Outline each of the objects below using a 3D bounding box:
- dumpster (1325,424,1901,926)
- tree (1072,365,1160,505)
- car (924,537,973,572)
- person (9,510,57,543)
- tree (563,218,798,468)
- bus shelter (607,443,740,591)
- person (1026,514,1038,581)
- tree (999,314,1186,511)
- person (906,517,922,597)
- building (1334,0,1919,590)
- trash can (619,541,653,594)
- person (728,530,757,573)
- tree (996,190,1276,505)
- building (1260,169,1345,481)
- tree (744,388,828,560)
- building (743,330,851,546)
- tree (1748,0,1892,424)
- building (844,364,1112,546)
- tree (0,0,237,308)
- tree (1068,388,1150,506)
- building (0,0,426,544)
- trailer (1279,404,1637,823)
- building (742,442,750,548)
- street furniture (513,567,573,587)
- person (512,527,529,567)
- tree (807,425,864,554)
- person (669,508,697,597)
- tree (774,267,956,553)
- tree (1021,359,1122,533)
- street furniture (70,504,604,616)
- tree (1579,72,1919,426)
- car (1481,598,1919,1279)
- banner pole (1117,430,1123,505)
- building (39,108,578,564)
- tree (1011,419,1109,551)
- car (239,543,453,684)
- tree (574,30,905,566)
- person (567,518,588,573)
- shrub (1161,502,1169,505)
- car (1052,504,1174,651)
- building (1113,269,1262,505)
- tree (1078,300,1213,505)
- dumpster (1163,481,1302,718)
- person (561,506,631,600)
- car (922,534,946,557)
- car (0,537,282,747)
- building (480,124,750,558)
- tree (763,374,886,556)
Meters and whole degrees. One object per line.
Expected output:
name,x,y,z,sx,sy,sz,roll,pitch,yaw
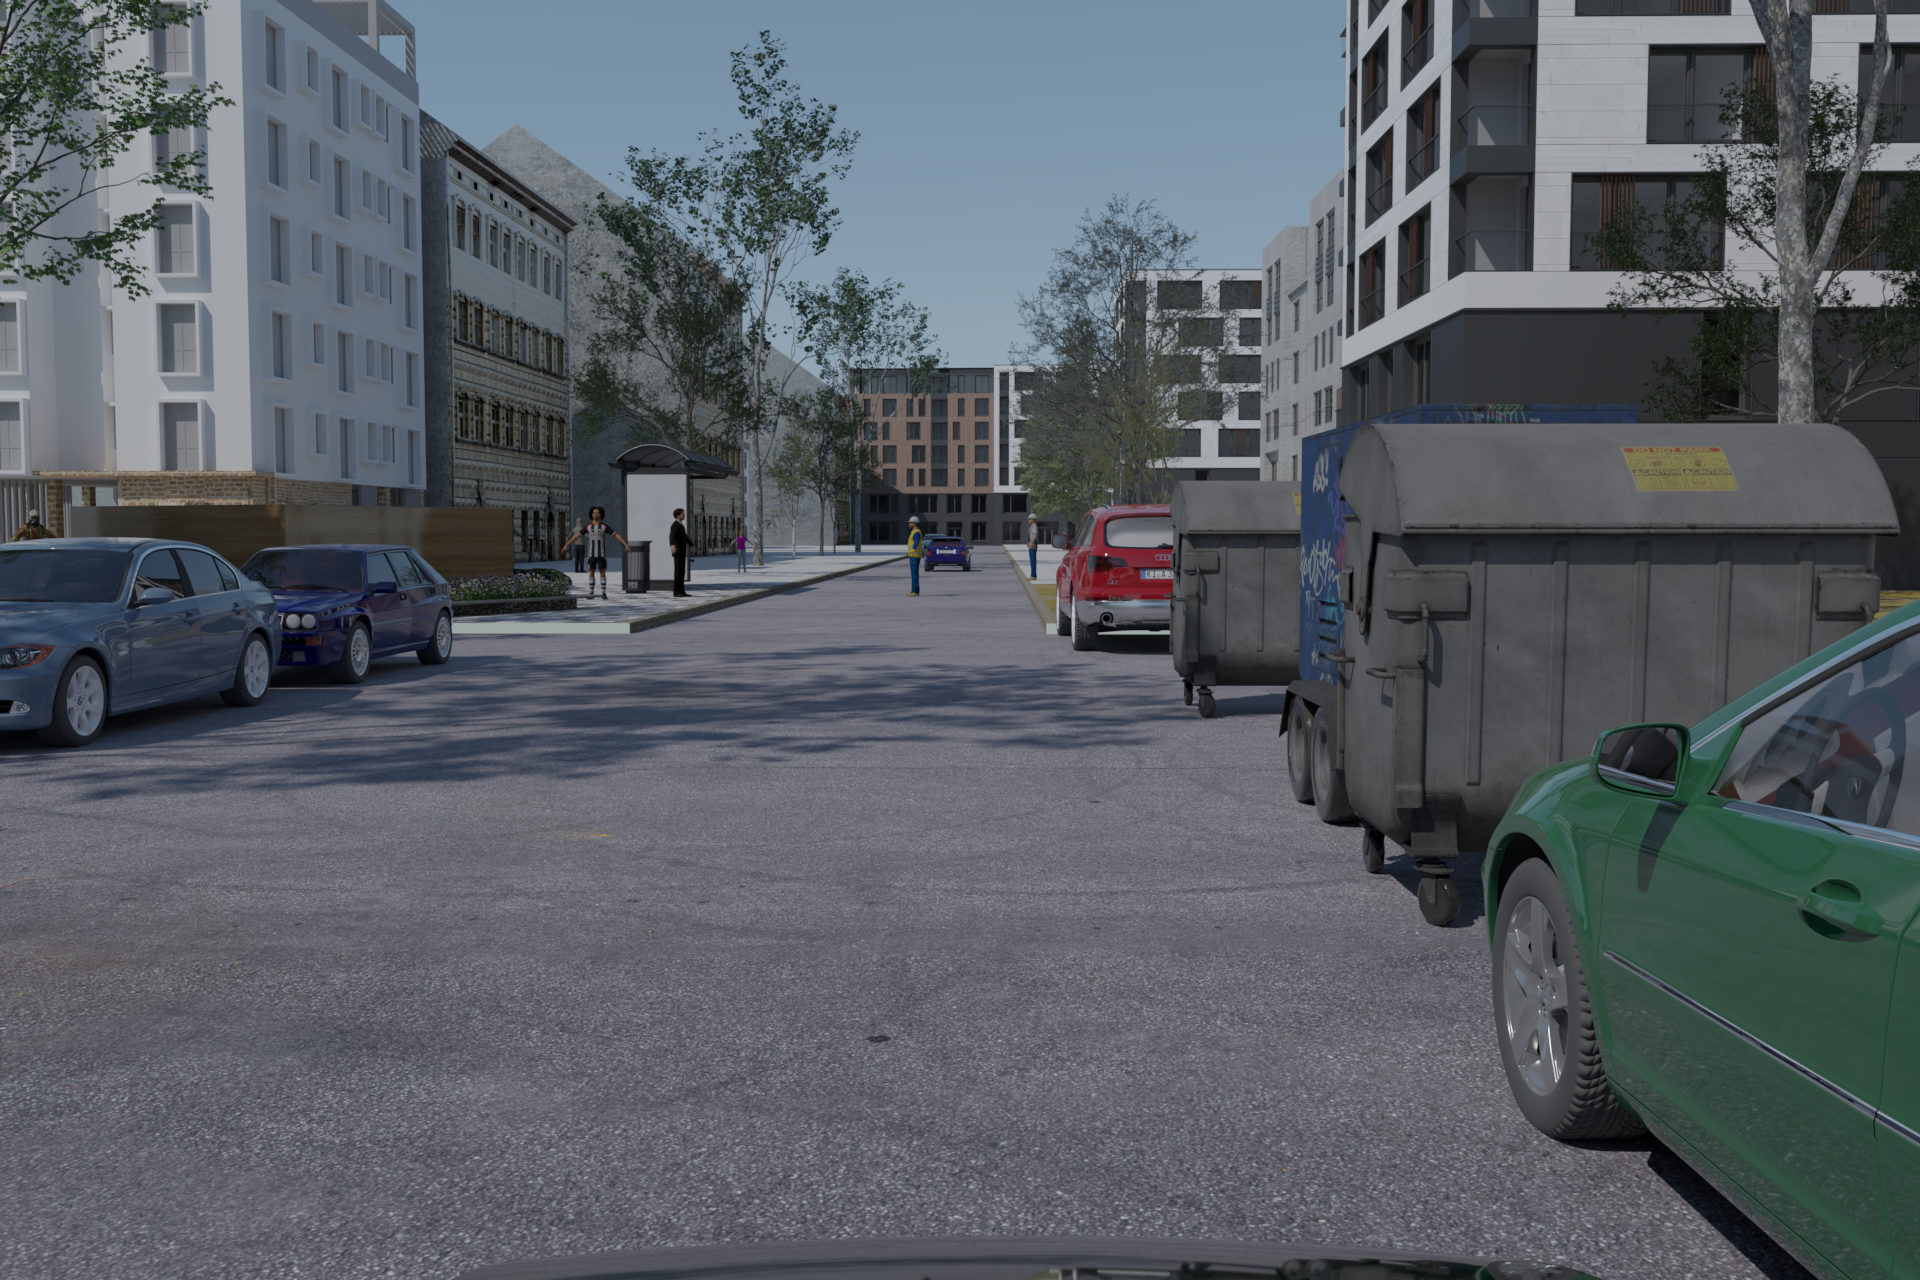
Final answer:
dumpster,2.454,0.087,6.786,1.865,1.857,1.264,0,4,1
tree,7.133,-7.635,75.195,4.360,8.622,3.978,0,3,0
car,-0.462,-3.332,67.053,1.945,1.354,3.894,0,4,2
person,-21.775,-2.142,40.793,0.705,1.858,1.354,3,5,40
tree,-8.653,-7.205,52.215,8.767,10.594,7.601,2,4,35
bus shelter,-6.730,-2.905,41.419,2.014,3.302,5.546,0,4,3
person,1.988,-2.572,47.906,0.705,1.847,1.347,0,3,0
tree,7.245,-11.408,96.883,12.009,13.543,11.850,0,3,0
person,-1.075,-1.921,39.834,0.705,1.833,1.349,0,4,-5
building,25.718,-12.905,54.966,27.936,21.610,32.646,0,4,1
trash can,-7.018,-1.581,37.505,0.748,1.137,0.748,0,3,0
person,-7.259,-2.967,57.774,0.991,1.433,0.599,-2,4,-24
tree,6.381,-9.272,61.965,12.009,13.543,11.850,0,3,0
building,26.942,-13.821,92.435,16.747,18.905,31.486,0,4,1
tree,-8.245,-8.348,86.844,4.360,8.622,3.978,0,3,0
building,-22.466,-22.303,195.578,19.493,23.208,18.063,0,4,1
tree,7.749,-9.928,18.213,12.611,20.169,13.585,0,3,0
building,2.828,-22.935,221.419,32.646,21.610,27.936,0,4,4
tree,-13.034,-5.840,21.235,9.928,11.665,9.643,0,3,0
tree,6.899,-8.173,83.984,4.360,8.622,3.978,0,3,0
building,-25.277,-11.932,51.516,16.016,20.090,11.380,0,4,2
trailer,2.502,-0.156,9.598,1.471,1.999,3.904,0,4,0
building,-24.050,-13.399,161.227,9.099,9.664,28.070,0,4,0
street furniture,-12.423,-1.493,40.032,5.734,0.657,10.072,0,4,5
person,-15.514,-3.257,59.527,1.348,1.796,0.705,-1,4,-15
tree,-8.066,-9.844,111.310,4.360,8.622,3.978,0,3,0
person,-5.678,-1.777,35.243,0.705,1.806,1.347,1,4,10
tree,-6.644,-16.236,121.354,12.611,20.169,13.585,0,3,0
tree,7.309,-11.754,110.305,7.486,12.596,7.792,0,3,0
street furniture,-10.751,-1.249,27.269,11.010,1.723,9.812,2,4,26
tree,16.636,-6.045,33.245,8.767,10.594,7.601,-1,4,-23
car,2.280,0.555,2.732,2.131,1.459,4.920,0,3,0
banner pole,3.852,-3.158,41.646,0.401,3.779,0.863,0,4,2
building,-28.477,-14.946,75.299,19.493,23.208,18.063,0,4,2
tree,7.553,-12.979,130.332,7.486,12.596,7.792,0,3,0
car,-6.563,-0.319,17.798,1.945,1.354,3.894,0,4,2
tree,-8.618,-12.963,67.829,12.611,20.169,13.585,0,3,0
person,-12.500,-3.114,57.039,1.348,1.813,0.705,2,4,33
shrub,4.513,-2.002,36.773,1.661,2.075,1.752,0,3,0
car,2.381,-0.863,22.783,2.281,1.827,5.304,0,4,0
building,27.041,-18.704,149.788,27.936,21.610,32.646,0,4,1
tree,6.420,-6.333,53.914,4.360,8.622,3.978,0,3,0
dumpster,2.619,-0.350,13.946,1.865,1.857,1.264,0,4,0
person,-7.123,-1.702,33.979,1.345,1.843,0.704,0,4,-5
car,-1.544,-5.849,107.421,2.131,1.459,4.920,0,4,2
car,-6.739,-0.072,13.183,2.014,1.417,4.499,0,4,1
building,-23.461,-16.606,102.443,19.493,23.208,18.063,0,4,2
tree,-7.715,-10.128,100.012,7.601,10.594,8.767,-2,4,-29
